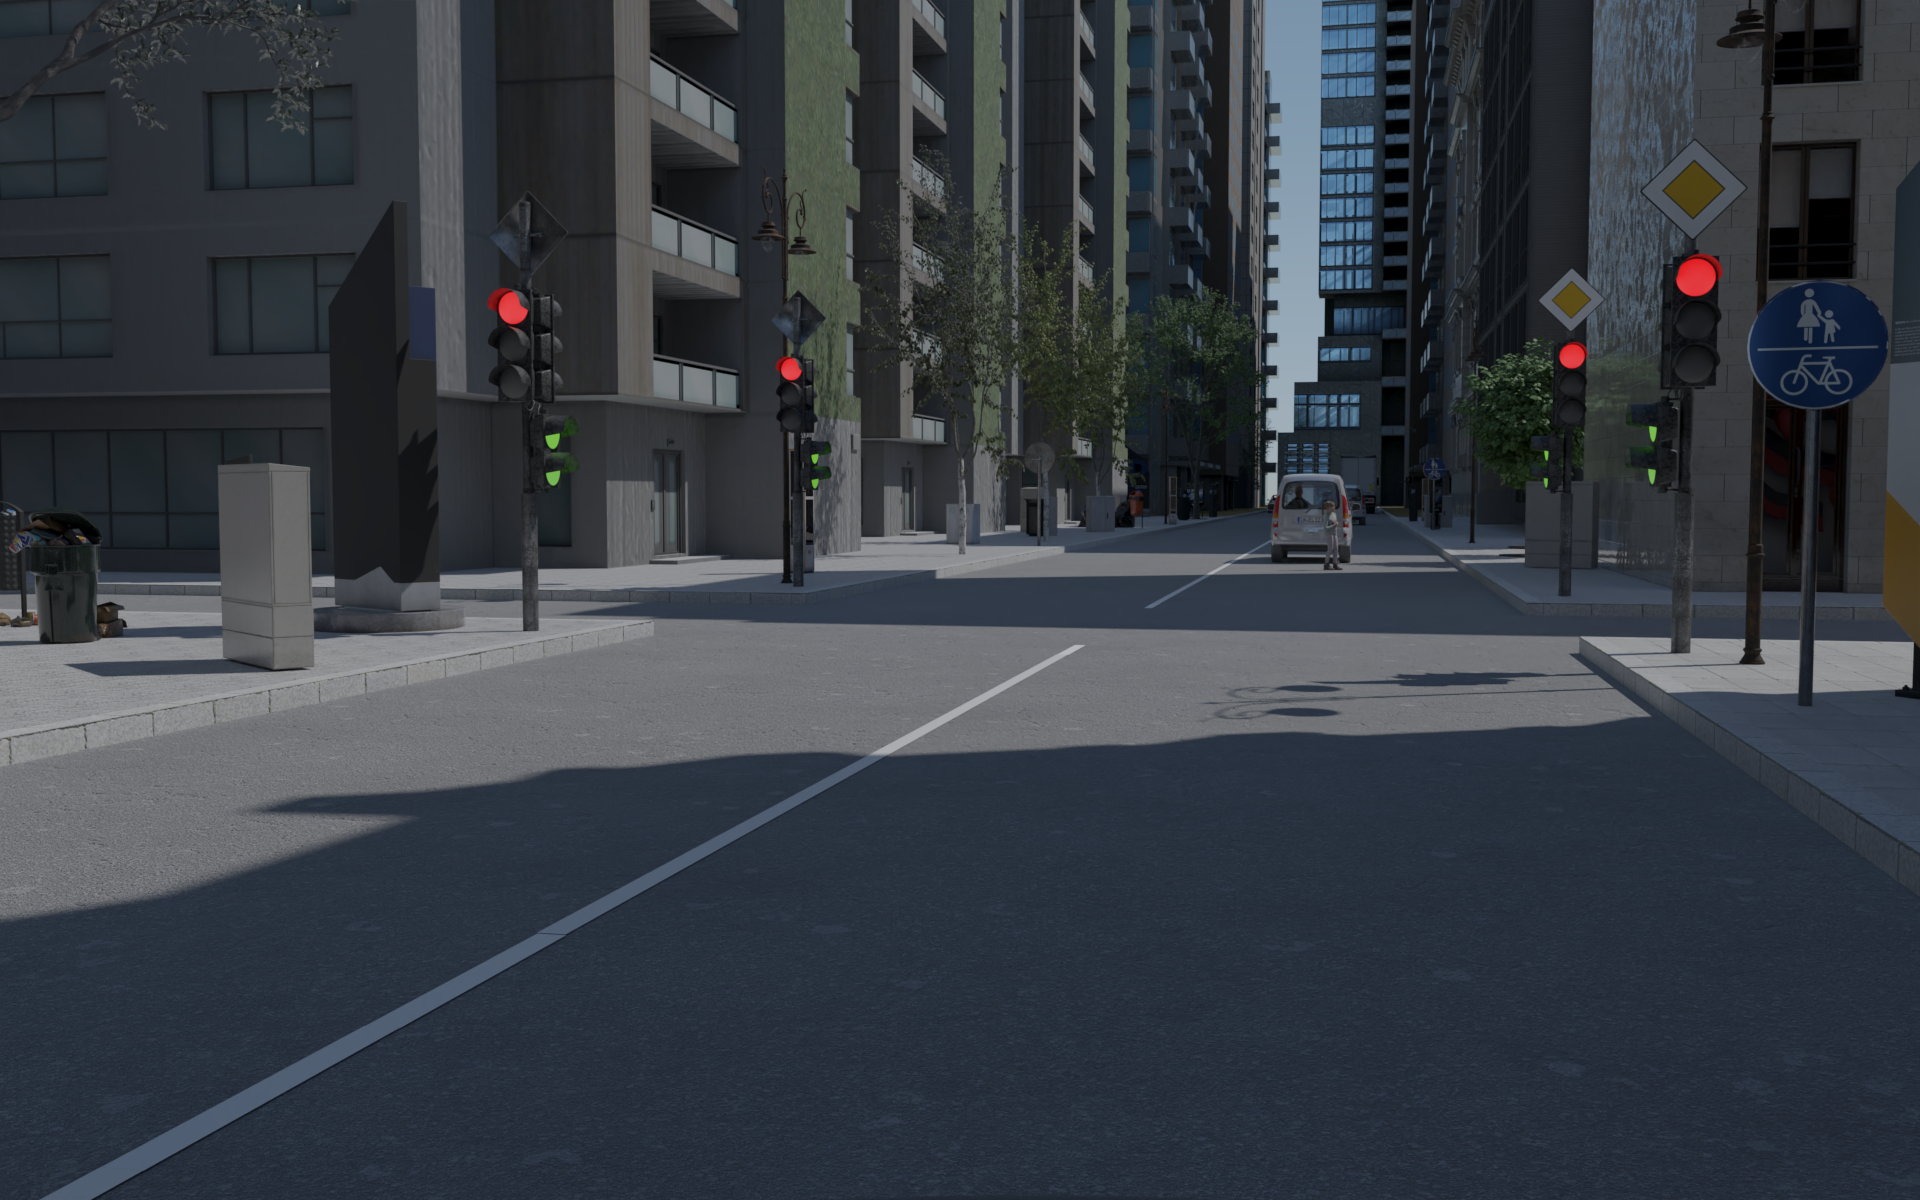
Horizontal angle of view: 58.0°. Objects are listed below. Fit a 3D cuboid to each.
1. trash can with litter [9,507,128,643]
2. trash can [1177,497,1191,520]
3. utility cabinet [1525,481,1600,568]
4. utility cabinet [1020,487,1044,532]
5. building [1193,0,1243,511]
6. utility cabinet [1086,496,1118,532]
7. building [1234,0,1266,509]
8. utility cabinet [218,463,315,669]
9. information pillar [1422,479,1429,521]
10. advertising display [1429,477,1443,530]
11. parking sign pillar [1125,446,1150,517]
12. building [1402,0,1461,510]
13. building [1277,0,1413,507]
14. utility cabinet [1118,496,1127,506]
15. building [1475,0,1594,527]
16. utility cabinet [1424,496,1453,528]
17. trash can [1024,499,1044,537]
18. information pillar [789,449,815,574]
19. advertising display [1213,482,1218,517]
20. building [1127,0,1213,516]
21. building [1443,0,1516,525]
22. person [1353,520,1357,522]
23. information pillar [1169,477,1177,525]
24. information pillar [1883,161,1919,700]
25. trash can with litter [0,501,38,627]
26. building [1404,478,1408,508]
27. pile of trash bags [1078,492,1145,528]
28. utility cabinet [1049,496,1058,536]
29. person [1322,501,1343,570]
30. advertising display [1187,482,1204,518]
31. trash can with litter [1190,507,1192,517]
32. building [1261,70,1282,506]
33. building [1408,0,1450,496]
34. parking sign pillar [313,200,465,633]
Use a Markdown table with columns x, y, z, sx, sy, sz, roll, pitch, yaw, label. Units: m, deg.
| x | y | z | sx | sy | sz | roll | pitch | yaw | label |
| --- | --- | --- | --- | --- | --- | --- | --- | --- | --- |
| -7.787 | -0.233 | 15.203 | 0.624 | 1.170 | 1.055 | 0 | 4 | -4 | trash can with litter |
| 10.895 | -4.444 | 84.319 | 0.748 | 1.137 | 0.748 | 0 | 3 | 0 | trash can |
| 10.383 | -1.296 | 29.871 | 1.173 | 1.500 | 0.318 | 3 | 5 | 40 | utility cabinet |
| 2.395 | -2.999 | 57.705 | 0.318 | 1.500 | 1.173 | -2 | 4 | -25 | utility cabinet |
| 14.582 | -29.698 | 135.679 | 14.600 | 45.320 | 14.200 | 1 | 4 | 13 | building |
| 4.751 | -2.896 | 58.513 | 1.020 | 1.237 | 0.306 | -2 | 4 | -31 | utility cabinet |
| 17.488 | -44.234 | 161.472 | 20.611 | 71.187 | 20.563 | 1 | 4 | 13 | building |
| -5.194 | -0.263 | 12.971 | 0.318 | 1.500 | 1.173 | -3 | 5 | -40 | utility cabinet |
| 22.089 | -4.755 | 82.235 | 0.304 | 2.012 | 0.304 | 1 | 4 | 12 | information pillar |
| 17.205 | -3.511 | 62.615 | 0.123 | 1.923 | 0.974 | 2 | 4 | 35 | advertising display |
| 9.885 | -6.611 | 96.570 | 1.447 | 3.967 | 1.447 | -1 | 4 | -15 | parking sign pillar |
| 44.834 | -30.276 | 145.127 | 14.600 | 45.320 | 14.200 | 1 | 4 | 13 | building |
| 50.689 | -53.392 | 185.623 | 31.000 | 86.520 | 22.319 | 1 | 4 | 13 | building |
| 6.600 | -3.684 | 71.389 | 0.306 | 1.237 | 1.020 | -1 | 4 | -10 | utility cabinet |
| 25.334 | -16.144 | 57.455 | 14.314 | 27.812 | 24.014 | 1 | 4 | 13 | building |
| 18.366 | -3.384 | 66.484 | 1.020 | 1.237 | 0.306 | 0 | 4 | -2 | utility cabinet |
| 2.308 | -2.496 | 52.469 | 0.748 | 1.137 | 0.748 | 0 | 3 | 0 | trash can |
| -2.561 | -1.440 | 28.034 | 0.304 | 2.012 | 0.304 | 2 | 4 | 27 | information pillar |
| 14.208 | -5.571 | 96.299 | 0.123 | 1.923 | 0.974 | 0 | 4 | -1 | advertising display |
| 4.744 | -30.259 | 114.337 | 23.786 | 49.044 | 30.456 | 1 | 4 | 13 | building |
| 30.275 | -17.988 | 81.495 | 14.401 | 28.519 | 23.554 | 1 | 4 | 13 | building |
| 19.784 | -4.840 | 87.726 | 0.635 | 1.810 | 0.391 | 2 | 4 | 26 | person |
| 8.953 | -4.182 | 72.873 | 0.304 | 2.012 | 0.304 | 0 | 4 | -2 | information pillar |
| 6.042 | -1.190 | 10.818 | 0.183 | 3.616 | 0.504 | -1 | 4 | -19 | information pillar |
| -9.772 | -0.369 | 17.095 | 2.233 | 1.210 | 1.678 | 0 | 4 | 7 | trash can with litter |
| 48.238 | -29.074 | 158.956 | 14.154 | 41.232 | 14.086 | 1 | 4 | 13 | building |
| 5.986 | -3.444 | 66.066 | 1.912 | 1.369 | 3.447 | -2 | 4 | -27 | pile of trash bags |
| 2.875 | -2.604 | 53.730 | 0.306 | 1.237 | 1.020 | 0 | 4 | 1 | utility cabinet |
| 7.007 | -1.210 | 32.564 | 0.394 | 1.301 | 0.425 | 2 | 4 | 27 | person |
| 12.809 | -5.450 | 94.322 | 0.974 | 1.923 | 0.123 | 2 | 4 | 30 | advertising display |
| 12.890 | -5.235 | 96.973 | 0.624 | 1.170 | 1.055 | -1 | 4 | -17 | trash can with litter |
| 20.351 | -35.119 | 193.800 | 30.456 | 49.044 | 23.786 | 1 | 4 | 13 | building |
| 44.510 | -30.741 | 122.227 | 23.786 | 49.044 | 30.456 | 1 | 4 | 13 | building |
| -5.515 | -1.718 | 16.557 | 1.447 | 3.967 | 1.447 | 3 | 5 | 43 | parking sign pillar |
